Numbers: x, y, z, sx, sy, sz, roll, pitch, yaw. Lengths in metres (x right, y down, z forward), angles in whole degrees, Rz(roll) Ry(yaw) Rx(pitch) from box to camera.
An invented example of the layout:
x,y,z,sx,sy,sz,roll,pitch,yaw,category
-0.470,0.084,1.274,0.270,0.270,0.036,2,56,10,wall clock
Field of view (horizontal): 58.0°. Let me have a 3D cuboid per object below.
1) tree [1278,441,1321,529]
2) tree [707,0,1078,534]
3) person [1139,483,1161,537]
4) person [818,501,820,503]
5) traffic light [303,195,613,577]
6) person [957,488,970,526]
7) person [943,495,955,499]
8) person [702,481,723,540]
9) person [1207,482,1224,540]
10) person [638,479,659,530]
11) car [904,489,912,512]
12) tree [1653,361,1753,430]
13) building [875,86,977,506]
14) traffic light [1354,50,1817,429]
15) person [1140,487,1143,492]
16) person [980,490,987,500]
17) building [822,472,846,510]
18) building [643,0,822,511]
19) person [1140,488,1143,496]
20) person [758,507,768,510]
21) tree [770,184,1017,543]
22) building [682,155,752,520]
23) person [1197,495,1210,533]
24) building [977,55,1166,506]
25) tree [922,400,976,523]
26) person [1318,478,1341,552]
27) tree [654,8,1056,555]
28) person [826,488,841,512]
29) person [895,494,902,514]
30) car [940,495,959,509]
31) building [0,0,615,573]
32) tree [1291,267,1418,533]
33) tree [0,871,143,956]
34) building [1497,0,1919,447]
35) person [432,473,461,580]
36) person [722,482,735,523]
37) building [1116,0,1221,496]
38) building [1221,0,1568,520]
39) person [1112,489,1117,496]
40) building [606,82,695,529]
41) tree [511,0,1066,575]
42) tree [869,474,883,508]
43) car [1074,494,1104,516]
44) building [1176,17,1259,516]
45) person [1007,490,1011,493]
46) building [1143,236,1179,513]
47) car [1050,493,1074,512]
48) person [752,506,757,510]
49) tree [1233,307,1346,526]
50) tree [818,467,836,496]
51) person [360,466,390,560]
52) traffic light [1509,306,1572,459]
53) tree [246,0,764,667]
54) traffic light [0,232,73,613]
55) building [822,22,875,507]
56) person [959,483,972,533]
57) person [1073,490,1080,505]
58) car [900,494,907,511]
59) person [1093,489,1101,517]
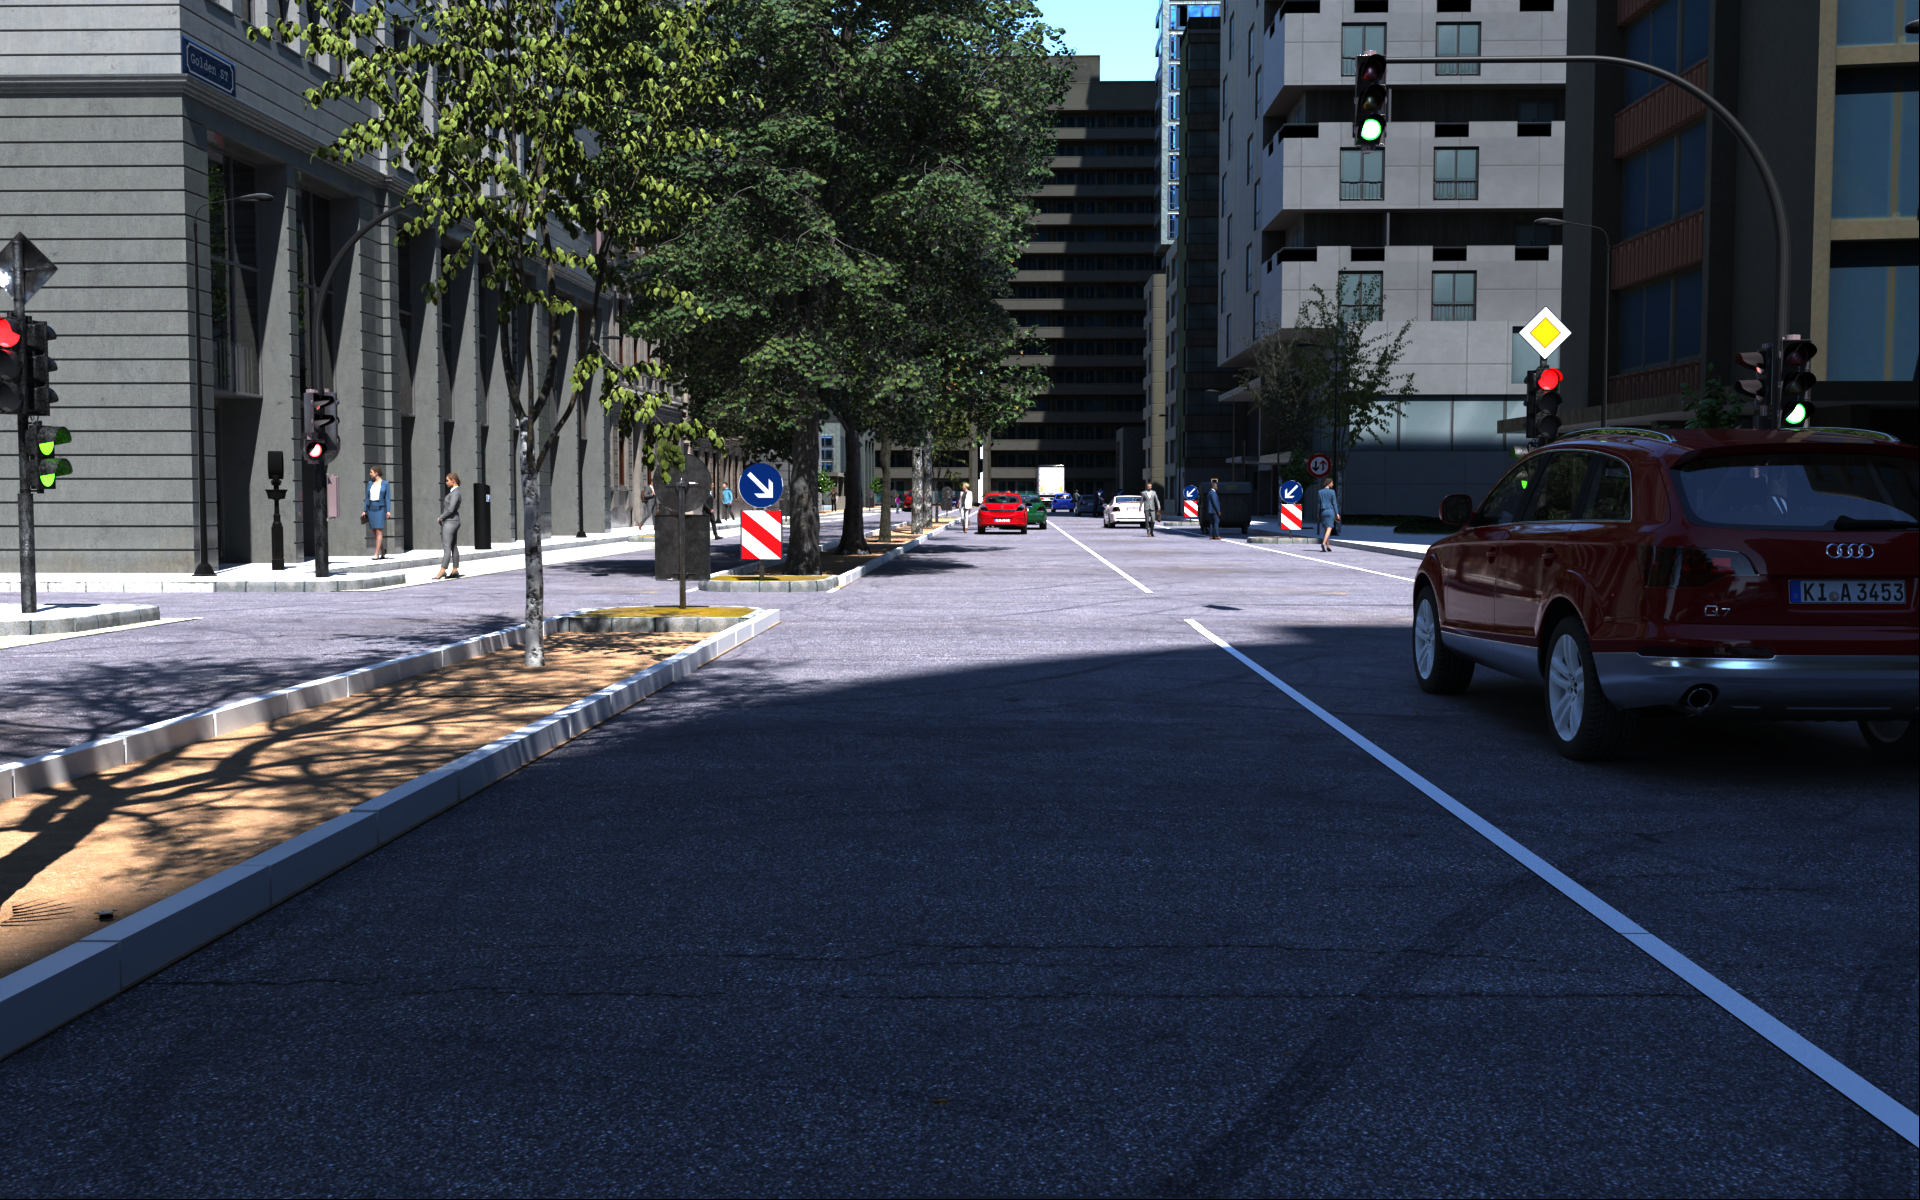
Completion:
x,y,z,sx,sy,sz,roll,pitch,yaw,category
12.448,-4.246,64.016,1.663,3.219,1.824,0,3,0,tree
-2.706,-12.430,61.575,12.611,20.169,13.585,0,3,0,tree
6.375,-3.027,58.117,0.709,1.813,0.853,0,4,-6,person
-9.659,-6.328,112.765,1.065,1.426,0.557,-1,4,-15,person
-7.723,-3.174,26.555,4.771,5.953,1.251,0,4,2,traffic light
0.185,-4.210,77.432,0.616,1.811,0.778,1,4,23,person
-1.067,-9.521,164.171,1.348,1.824,0.705,-1,4,-21,person
-7.765,-2.795,53.973,0.755,1.850,0.659,1,4,18,person
8.007,-2.805,54.549,0.419,1.800,0.721,-1,4,-17,person
-10.977,-3.392,61.466,0.822,1.834,0.622,1,4,13,person
-3.393,-8.093,141.001,2.281,1.827,5.304,0,4,3,car
10.994,-1.885,25.424,1.663,3.219,1.824,0,3,0,tree
-8.350,-35.011,196.127,21.600,48.544,21.300,0,4,2,building
6.418,-2.651,18.008,4.771,5.953,1.251,0,4,2,traffic light
14.506,-8.072,138.038,0.705,1.821,1.348,1,4,13,person
2.188,-8.161,142.640,1.217,1.735,0.721,-2,4,-25,person
-25.632,-27.550,142.317,32.217,40.220,23.993,0,4,2,building
-21.329,-35.081,115.573,21.231,58.520,28.212,0,4,2,building
14.305,-7.862,135.302,0.721,1.736,1.217,-1,4,-14,person
-6.704,-3.049,58.628,0.520,1.790,0.573,2,4,24,person
-2.101,-7.477,50.466,9.928,11.665,9.643,0,3,0,tree
-16.666,-13.658,87.934,10.561,19.102,19.286,0,4,2,building
9.025,-3.346,64.040,0.563,1.720,0.643,-1,4,-11,person
13.243,-34.978,195.588,21.600,48.544,21.300,0,4,2,building
-1.091,-7.997,83.564,4.737,8.622,4.395,0,3,0,tree
9.078,-2.105,42.933,0.654,1.822,0.581,-3,5,-40,person
-2.518,-7.408,40.590,9.611,12.733,9.660,0,3,0,tree
-9.289,-7.354,127.002,1.217,1.735,0.721,1,4,19,person
-4.494,-7.025,126.578,0.599,1.433,0.991,2,4,24,person
-0.953,-9.768,172.289,1.945,1.354,3.894,0,4,3,car
-17.363,-16.178,42.000,11.434,29.767,29.804,0,4,2,building
12.792,-6.538,57.256,4.737,8.622,4.395,0,3,0,tree
-3.378,-5.649,5.193,12.009,13.543,11.850,0,3,0,tree
26.956,-23.296,35.518,28.867,44.769,22.147,0,4,2,building
-8.640,-1.242,29.087,0.573,1.790,0.520,-2,4,-29,person
-10.457,-4.412,78.201,0.660,1.820,0.620,3,4,37,person
26.627,-51.722,158.331,22.319,86.520,31.000,0,4,2,building
27.973,-30.395,86.194,28.713,52.752,27.495,0,4,2,building
15.104,-9.858,167.752,0.750,1.759,0.617,-2,4,-25,person
-17.705,-14.160,67.669,11.583,22.565,21.152,0,4,2,building
-2.738,-7.376,29.713,9.857,13.997,8.962,0,3,0,tree
-7.888,-10.451,165.479,1.663,3.219,1.824,0,3,0,tree
8.483,-6.206,113.476,2.014,1.417,4.499,0,4,1,car
20.555,-20.620,108.836,14.160,30.474,14.107,0,4,2,building
4.040,-8.167,142.480,0.568,1.767,0.683,-3,5,-40,person
28.770,-17.450,130.349,27.650,21.520,28.899,0,4,2,building
8.128,-7.819,137.427,1.945,1.707,3.694,0,4,0,car
-10.712,-5.152,90.643,0.532,1.782,0.716,2,4,24,person
13.011,-7.249,68.881,4.360,8.622,3.978,0,3,0,tree
-9.513,-7.788,121.942,1.663,3.219,1.824,0,3,0,tree
-11.327,-1.695,33.779,0.581,1.822,0.654,1,4,20,person
8.737,-2.272,26.072,0.839,4.253,0.868,0,4,2,traffic light
-3.486,-3.732,13.843,4.737,8.622,4.395,0,3,0,tree
-10.043,-1.815,18.597,0.839,4.253,0.868,0,4,2,traffic light
-24.556,-52.139,165.137,31.000,86.520,22.319,0,4,2,building
0.213,-3.404,64.028,0.514,1.842,0.818,0,4,5,person
11.031,-9.468,163.381,0.705,1.814,1.350,-3,4,-38,person
-4.024,-8.377,146.752,2.009,1.686,4.222,0,4,0,car
8.426,-5.967,106.513,0.568,1.767,0.683,-2,4,-30,person
